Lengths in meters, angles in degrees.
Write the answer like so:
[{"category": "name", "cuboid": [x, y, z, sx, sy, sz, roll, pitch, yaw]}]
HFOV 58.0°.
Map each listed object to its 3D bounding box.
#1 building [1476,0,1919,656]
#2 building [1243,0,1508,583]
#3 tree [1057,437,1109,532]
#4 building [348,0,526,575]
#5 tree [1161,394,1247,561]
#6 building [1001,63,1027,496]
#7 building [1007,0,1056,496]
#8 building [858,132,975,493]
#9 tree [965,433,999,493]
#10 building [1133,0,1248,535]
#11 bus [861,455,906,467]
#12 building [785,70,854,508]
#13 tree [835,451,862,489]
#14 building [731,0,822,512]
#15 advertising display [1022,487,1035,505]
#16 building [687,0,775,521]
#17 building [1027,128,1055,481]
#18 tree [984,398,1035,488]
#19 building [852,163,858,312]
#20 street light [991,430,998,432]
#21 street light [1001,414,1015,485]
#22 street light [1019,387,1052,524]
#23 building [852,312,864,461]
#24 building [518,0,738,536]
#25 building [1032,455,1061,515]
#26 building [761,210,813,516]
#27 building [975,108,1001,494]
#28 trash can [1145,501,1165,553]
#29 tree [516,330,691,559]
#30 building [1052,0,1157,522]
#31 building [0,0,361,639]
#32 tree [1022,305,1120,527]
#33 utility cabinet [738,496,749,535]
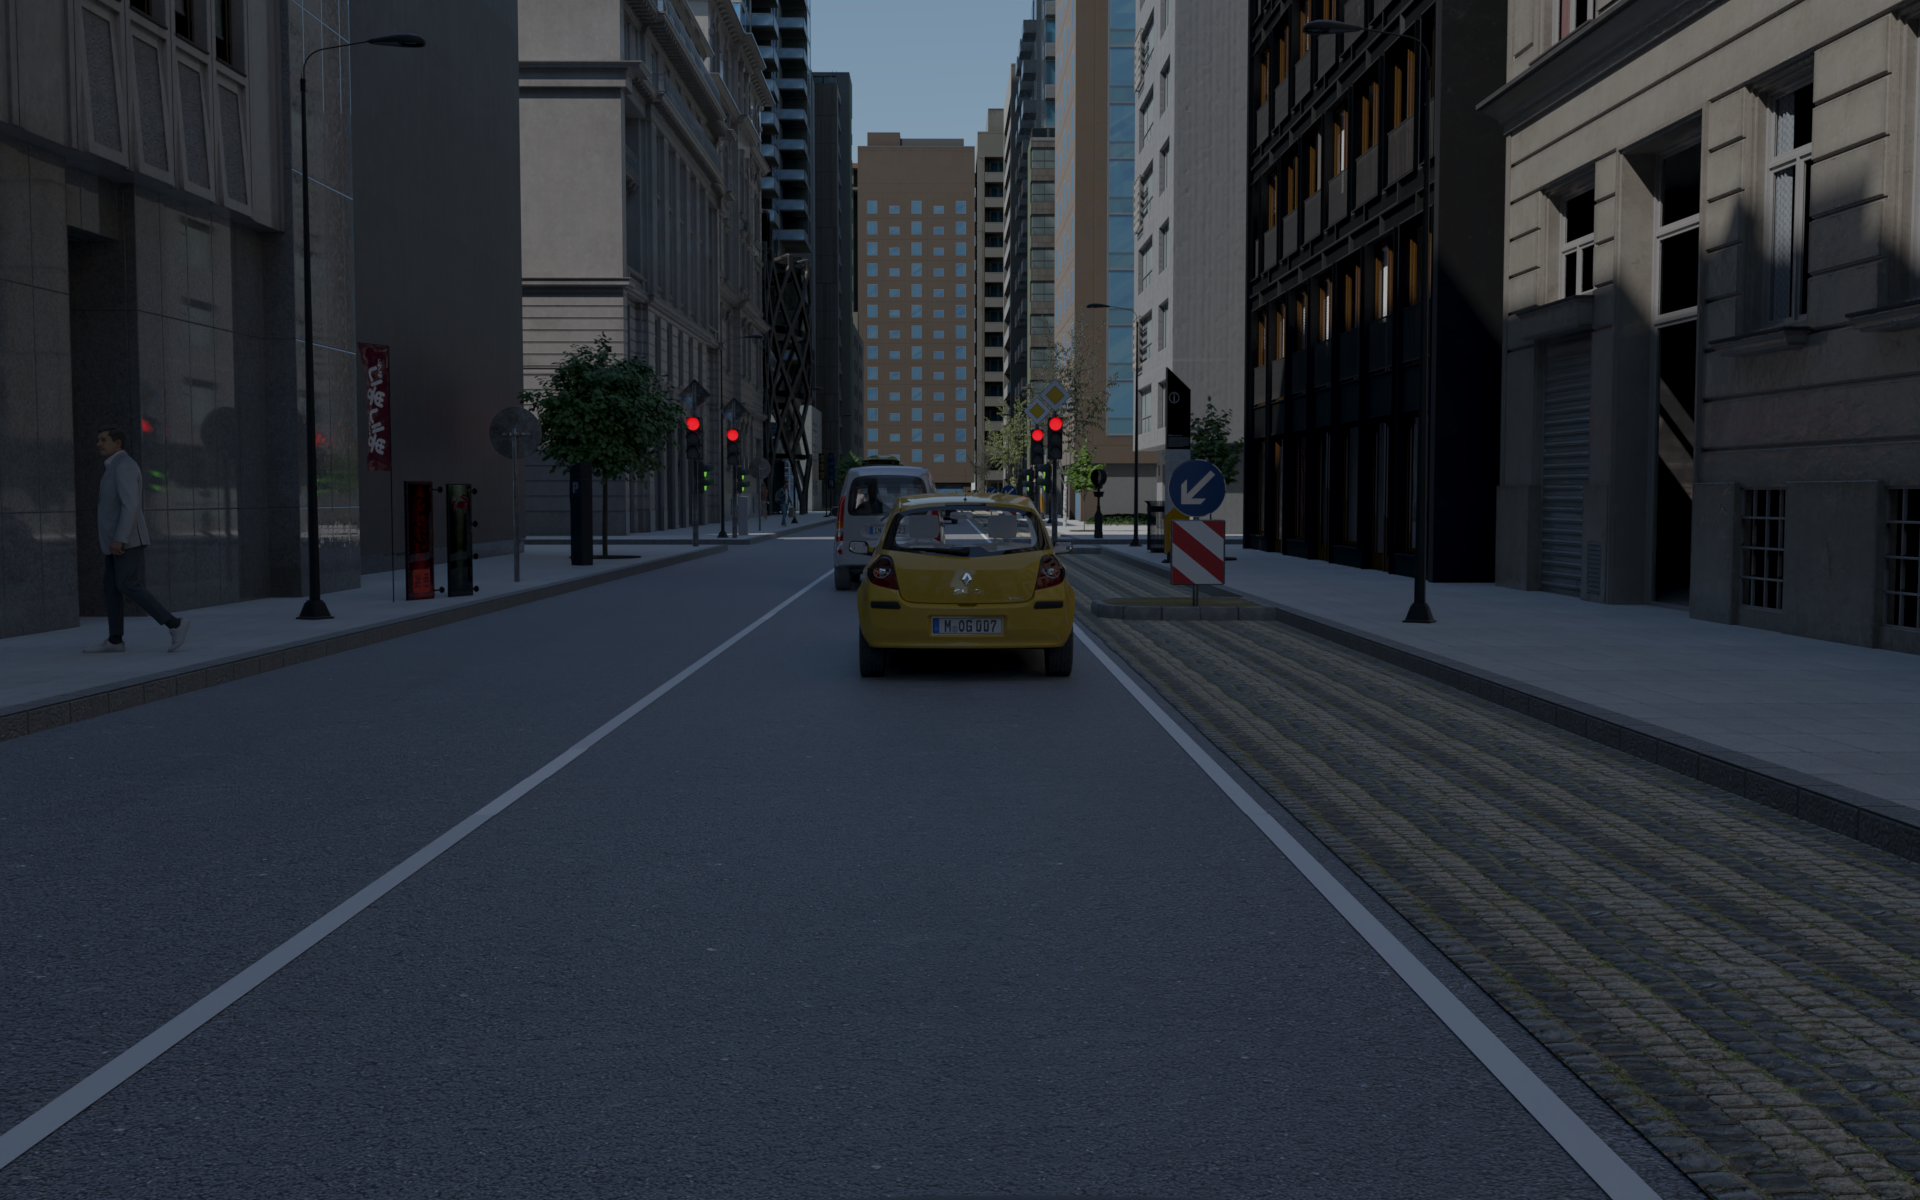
[{"category": "building", "cuboid": [14.874, -10.768, 9.349, 16.112, 22.955, 30.059, 0, 4, -1]}, {"category": "building", "cuboid": [12.881, -12.388, 32.220, 12.332, 23.373, 15.834, 0, 4, -1]}, {"category": "tree", "cuboid": [4.287, -3.941, 59.040, 1.663, 3.219, 1.824, 0, 3, 0]}, {"category": "building", "cuboid": [-21.409, -14.575, 31.815, 24.014, 27.812, 14.314, 0, 4, -1]}, {"category": "tree", "cuboid": [4.733, -2.387, 33.627, 1.663, 3.219, 1.824, 0, 3, 0]}, {"category": "building", "cuboid": [15.740, -34.511, 187.956, 21.300, 48.544, 21.600, 0, 4, -1]}, {"category": "building", "cuboid": [16.579, -33.151, 161.631, 23.786, 49.044, 30.456, 0, 4, -1]}, {"category": "building", "cuboid": [-5.361, -34.707, 217.572, 14.200, 45.320, 14.600, 0, 4, -1]}, {"category": "tree", "cuboid": [2.816, -15.437, 202.750, 4.360, 8.622, 3.978, 0, 3, 0]}, {"category": "building", "cuboid": [13.406, -22.827, 56.813, 14.086, 41.232, 14.154, 0, 4, -1]}, {"category": "bus", "cuboid": [-4.916, -7.397, 112.494, 2.896, 3.916, 12.252, 0, 3, 0]}, {"category": "building", "cuboid": [-17.440, -29.317, 162.932, 14.154, 41.232, 14.086, 0, 4, -1]}, {"category": "tree", "cuboid": [-8.073, -8.953, 130.092, 4.285, 4.588, 4.351, 0, 3, 0]}, {"category": "building", "cuboid": [-22.099, -50.538, 138.963, 22.319, 86.520, 31.000, 0, 4, -1]}, {"category": "advertising display", "cuboid": [3.732, -5.242, 90.913, 0.974, 1.923, 0.123, 1, 4, 23]}, {"category": "building", "cuboid": [-17.277, -18.354, 87.480, 14.401, 28.519, 23.554, 0, 4, -1]}, {"category": "building", "cuboid": [12.365, -22.514, 139.801, 14.160, 30.474, 14.107, 0, 4, -1]}, {"category": "tree", "cuboid": [3.895, -10.922, 128.943, 4.737, 8.622, 4.395, 0, 3, 0]}, {"category": "building", "cuboid": [-26.935, -34.663, 221.364, 28.867, 44.769, 22.147, 0, 4, -1]}, {"category": "street light", "cuboid": [2.963, -9.359, 125.564, 1.470, 5.913, 1.316, 0, 4, -1]}, {"category": "street light", "cuboid": [3.156, -7.817, 100.346, 1.470, 5.913, 1.316, 0, 4, -1]}, {"category": "street light", "cuboid": [3.381, -6.275, 75.145, 1.470, 5.913, 1.316, 0, 4, -1]}, {"category": "building", "cuboid": [-25.299, -20.794, 185.027, 28.899, 21.520, 27.650, 0, 4, -1]}, {"category": "building", "cuboid": [-16.224, -13.586, 63.932, 13.314, 21.916, 24.055, 0, 4, -1]}, {"category": "building", "cuboid": [15.475, -41.093, 110.129, 20.563, 71.187, 20.611, 0, 4, -1]}, {"category": "building", "cuboid": [-17.761, -14.708, 107.920, 16.820, 18.784, 16.811, 0, 4, -1]}, {"category": "building", "cuboid": [12.502, -36.543, 221.175, 21.600, 48.544, 21.300, 0, 4, -1]}, {"category": "trash can", "cuboid": [4.392, -1.603, 37.865, 0.748, 1.137, 0.748, 0, 3, 0]}, {"category": "tree", "cuboid": [-7.070, -3.115, 34.643, 4.285, 4.588, 4.351, 0, 3, 0]}, {"category": "building", "cuboid": [12.064, -26.631, 85.524, 14.600, 45.320, 14.200, 0, 4, -1]}, {"category": "building", "cuboid": [-14.081, -11.920, 12.910, 12.078, 24.808, 19.932, 0, 4, -1]}, {"category": "tree", "cuboid": [4.202, -7.215, 68.328, 4.360, 8.622, 3.978, 0, 3, 0]}, {"category": "utility cabinet", "cuboid": [-6.757, -2.631, 54.172, 0.306, 1.237, 1.020, 0, 4, -4]}]
